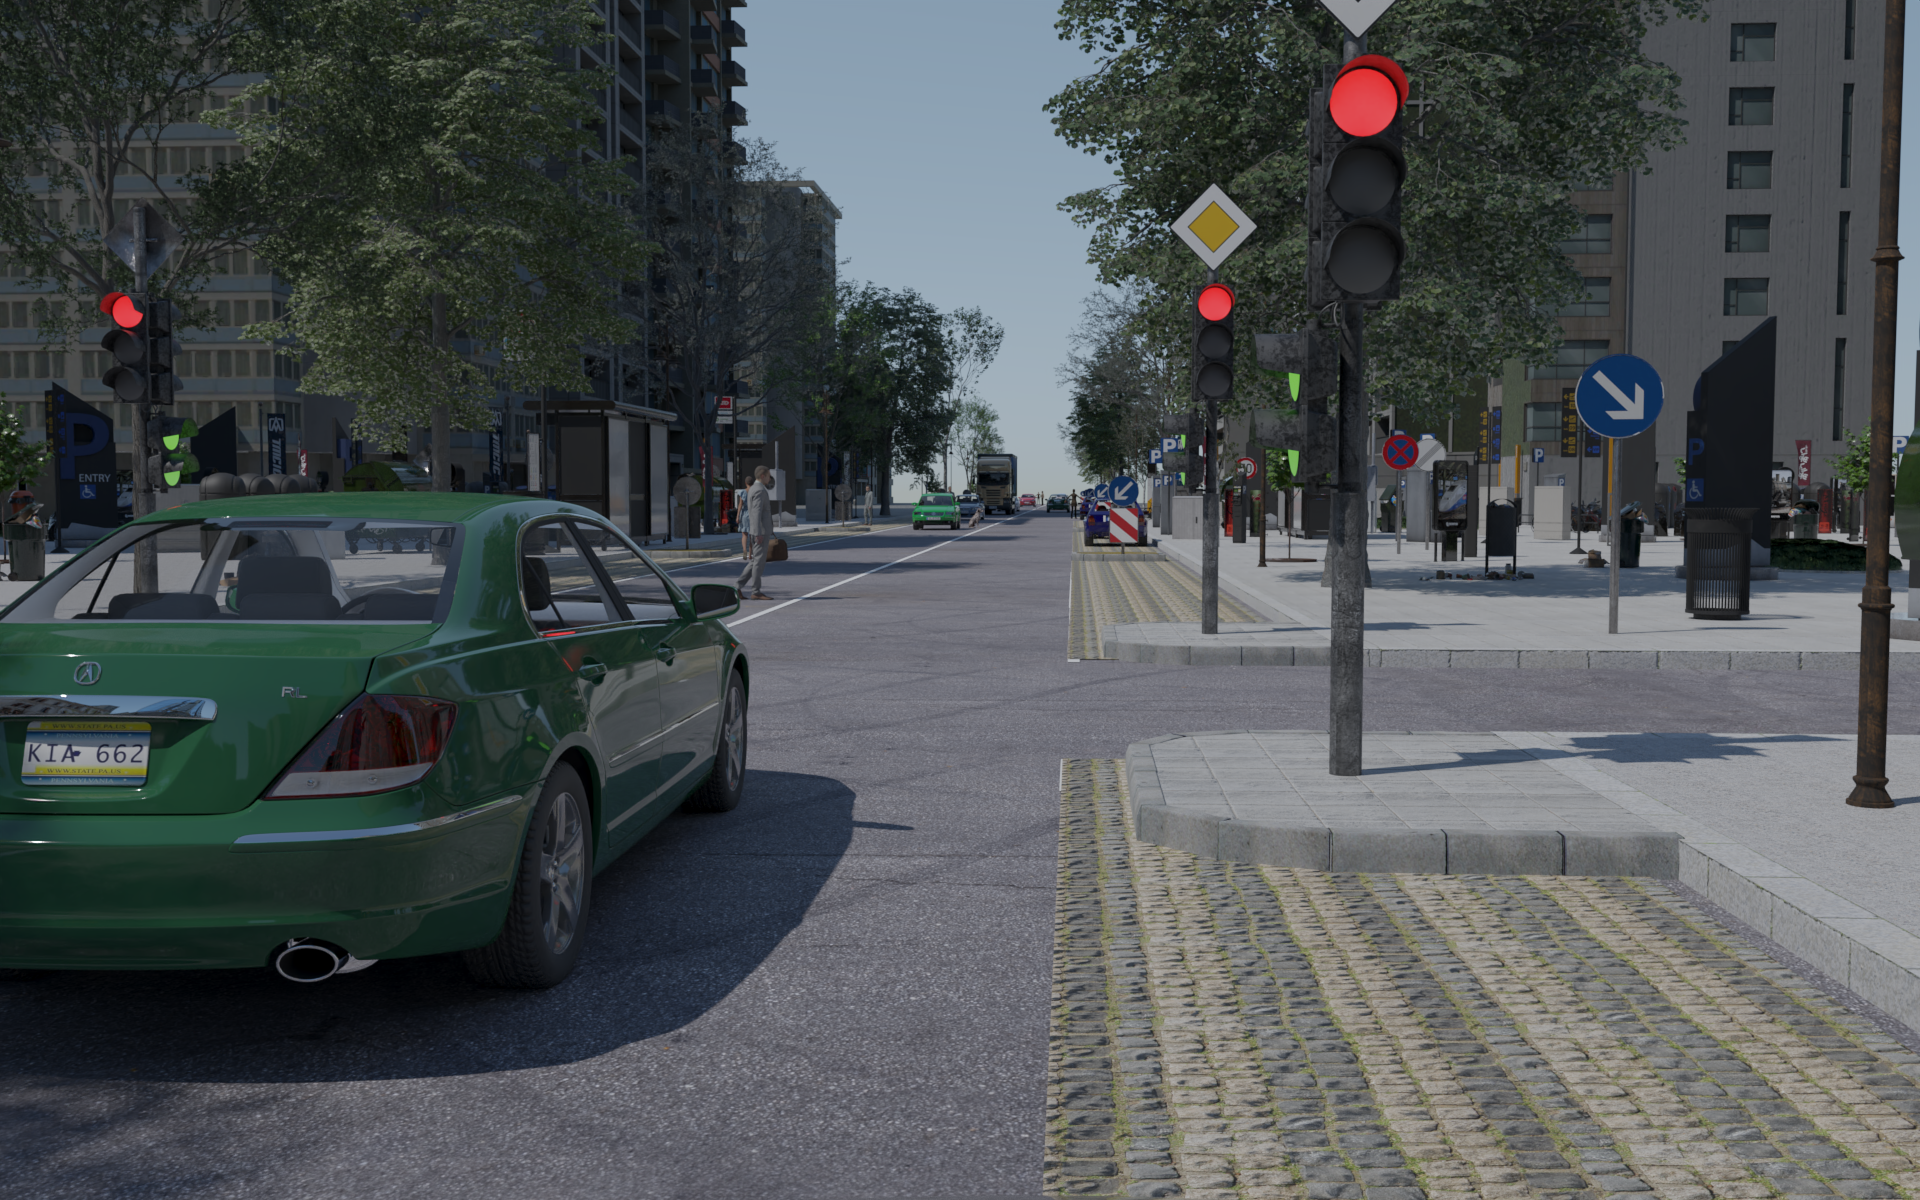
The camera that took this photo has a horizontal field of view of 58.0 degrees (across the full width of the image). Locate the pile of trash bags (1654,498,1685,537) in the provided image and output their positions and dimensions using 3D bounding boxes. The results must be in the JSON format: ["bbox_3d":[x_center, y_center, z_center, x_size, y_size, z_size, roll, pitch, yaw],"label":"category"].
[{"bbox_3d":[22.169,-2.598,52.236,3.447,1.369,1.912,2,4,28],"label":"pile of trash bags"}]

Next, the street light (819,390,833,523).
[{"bbox_3d":[-5.851,-6.316,76.046,0.468,5.910,1.993,0,4,4],"label":"street light"}]

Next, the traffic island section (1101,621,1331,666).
[{"bbox_3d":[2.314,0.390,15.904,2.009,0.180,2.903,0,4,4],"label":"traffic island section"}]

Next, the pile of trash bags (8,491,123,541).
[{"bbox_3d":[-23.984,-2.267,46.811,1.912,1.369,3.447,2,4,28],"label":"pile of trash bags"}]

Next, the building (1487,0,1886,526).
[{"bbox_3d":[30.714,-18.632,76.334,14.160,30.474,14.107,0,4,4],"label":"building"}]

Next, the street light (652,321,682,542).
[{"bbox_3d":[-7.819,-4.501,46.385,0.468,5.910,1.993,0,4,4],"label":"street light"}]

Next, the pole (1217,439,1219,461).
[{"bbox_3d":[9.550,-4.336,64.742,0.158,3.312,0.155,0,3,0],"label":"pole"}]

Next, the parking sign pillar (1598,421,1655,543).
[{"bbox_3d":[17.798,-3.523,46.075,1.447,3.967,1.447,2,4,25],"label":"parking sign pillar"}]

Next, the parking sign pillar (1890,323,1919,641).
[{"bbox_3d":[8.959,-1.644,15.352,1.447,3.967,1.447,-3,4,-38],"label":"parking sign pillar"}]

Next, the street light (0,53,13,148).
[{"bbox_3d":[-9.836,-2.693,16.819,0.468,5.910,1.993,0,4,4],"label":"street light"}]

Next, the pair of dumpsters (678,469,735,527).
[{"bbox_3d":[-9.838,-3.933,66.803,1.574,2.255,4.437,0,4,4],"label":"pair of dumpsters"}]

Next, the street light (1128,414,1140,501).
[{"bbox_3d":[9.192,-7.187,90.295,0.468,5.910,1.993,0,4,4],"label":"street light"}]

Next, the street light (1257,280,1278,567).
[{"bbox_3d":[5.323,-3.518,30.307,0.468,5.910,1.993,0,4,4],"label":"street light"}]

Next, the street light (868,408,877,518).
[{"bbox_3d":[-4.763,-7.365,93.208,0.468,5.910,1.993,0,4,4],"label":"street light"}]

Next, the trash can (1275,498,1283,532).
[{"bbox_3d":[11.161,-2.917,59.351,0.748,1.137,0.748,0,3,0],"label":"trash can"}]

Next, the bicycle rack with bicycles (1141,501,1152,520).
[{"bbox_3d":[9.970,-4.320,84.014,2.925,0.926,2.852,-1,4,-22],"label":"bicycle rack with bicycles"}]

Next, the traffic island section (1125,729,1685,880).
[{"bbox_3d":[1.787,0.877,7.936,2.009,0.180,2.903,0,4,4],"label":"traffic island section"}]

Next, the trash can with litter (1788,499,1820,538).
[{"bbox_3d":[18.509,-1.629,38.016,0.624,1.170,1.055,2,4,24],"label":"trash can with litter"}]

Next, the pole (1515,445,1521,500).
[{"bbox_3d":[23.125,-4.770,71.839,0.158,3.312,0.155,0,3,0],"label":"pole"}]

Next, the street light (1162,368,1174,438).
[{"bbox_3d":[7.215,-5.327,59.882,0.468,5.910,1.993,0,4,4],"label":"street light"}]

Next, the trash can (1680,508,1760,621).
[{"bbox_3d":[7.776,-0.373,17.756,0.748,1.137,0.748,0,3,0],"label":"trash can"}]

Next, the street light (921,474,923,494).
[{"bbox_3d":[-2.703,-9.215,123.456,0.468,5.910,1.993,0,4,4],"label":"street light"}]

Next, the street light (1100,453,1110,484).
[{"bbox_3d":[15.926,-13.287,190.036,0.468,5.910,1.993,0,4,4],"label":"street light"}]

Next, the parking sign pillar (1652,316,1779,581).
[{"bbox_3d":[11.659,-2.310,26.235,1.447,3.967,1.447,-1,4,-20],"label":"parking sign pillar"}]

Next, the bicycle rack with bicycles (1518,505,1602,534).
[{"bbox_3d":[19.710,-2.671,57.058,2.852,0.926,2.925,-1,4,-18],"label":"bicycle rack with bicycles"}]

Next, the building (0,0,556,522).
[{"bbox_3d":[-32.961,-23.733,79.919,32.217,40.220,23.993,0,4,4],"label":"building"}]

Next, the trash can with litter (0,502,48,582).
[{"bbox_3d":[-13.999,-0.861,25.460,1.055,1.170,0.624,-1,4,-13],"label":"trash can with litter"}]

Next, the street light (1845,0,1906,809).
[{"bbox_3d":[3.754,-2.090,6.966,0.468,5.910,1.993,0,4,4],"label":"street light"}]

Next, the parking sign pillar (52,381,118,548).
[{"bbox_3d":[-21.114,-3.263,41.819,1.447,3.967,1.447,-2,4,-34],"label":"parking sign pillar"}]

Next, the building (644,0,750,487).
[{"bbox_3d":[-27.909,-28.948,127.917,22.147,44.769,28.867,0,4,4],"label":"building"}]

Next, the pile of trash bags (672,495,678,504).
[{"bbox_3d":[-13.318,-4.132,77.306,1.912,1.369,3.447,0,4,1],"label":"pile of trash bags"}]

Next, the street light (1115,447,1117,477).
[{"bbox_3d":[12.413,-10.046,137.037,0.468,5.910,1.993,0,4,4],"label":"street light"}]

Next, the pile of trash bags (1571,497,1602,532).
[{"bbox_3d":[21.332,-3.121,60.788,1.912,1.369,3.447,0,4,-1],"label":"pile of trash bags"}]

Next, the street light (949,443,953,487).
[{"bbox_3d":[-0.781,-11.024,153.029,0.468,5.910,1.993,0,4,4],"label":"street light"}]

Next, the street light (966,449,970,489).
[{"bbox_3d":[0.771,-12.439,176.169,0.468,5.910,1.993,0,4,4],"label":"street light"}]

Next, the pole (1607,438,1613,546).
[{"bbox_3d":[16.037,-2.983,42.613,0.158,3.312,0.155,0,3,0],"label":"pole"}]

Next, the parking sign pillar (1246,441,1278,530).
[{"bbox_3d":[10.866,-4.482,61.746,1.447,3.967,1.447,2,4,23],"label":"parking sign pillar"}]

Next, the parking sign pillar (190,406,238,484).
[{"bbox_3d":[-22.760,-3.939,52.876,1.447,3.967,1.447,-1,4,-20],"label":"parking sign pillar"}]

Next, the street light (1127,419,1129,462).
[{"bbox_3d":[10.386,-8.196,106.793,0.468,5.910,1.993,0,4,4],"label":"street light"}]

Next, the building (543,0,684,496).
[{"bbox_3d":[-27.684,-40.599,102.038,20.563,71.187,20.611,0,4,4],"label":"building"}]

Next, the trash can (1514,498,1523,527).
[{"bbox_3d":[21.379,-3.381,66.937,0.748,1.137,0.748,0,3,0],"label":"trash can"}]

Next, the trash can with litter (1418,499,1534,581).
[{"bbox_3d":[7.804,-0.928,26.236,2.233,1.210,1.678,-1,4,-19],"label":"trash can with litter"}]

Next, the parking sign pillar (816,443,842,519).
[{"bbox_3d":[-6.870,-6.264,90.892,1.447,3.967,1.447,1,4,9],"label":"parking sign pillar"}]

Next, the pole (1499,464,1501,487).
[{"bbox_3d":[27.978,-5.858,89.627,0.158,3.312,0.155,0,3,0],"label":"pole"}]

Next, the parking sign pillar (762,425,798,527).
[{"bbox_3d":[-7.093,-4.858,67.904,1.447,3.967,1.447,0,4,0],"label":"parking sign pillar"}]

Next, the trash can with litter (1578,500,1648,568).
[{"bbox_3d":[11.354,-1.145,30.113,1.055,1.170,0.624,0,4,5],"label":"trash can with litter"}]

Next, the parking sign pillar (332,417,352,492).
[{"bbox_3d":[-21.760,-4.463,61.435,1.447,3.967,1.447,0,4,4],"label":"parking sign pillar"}]
